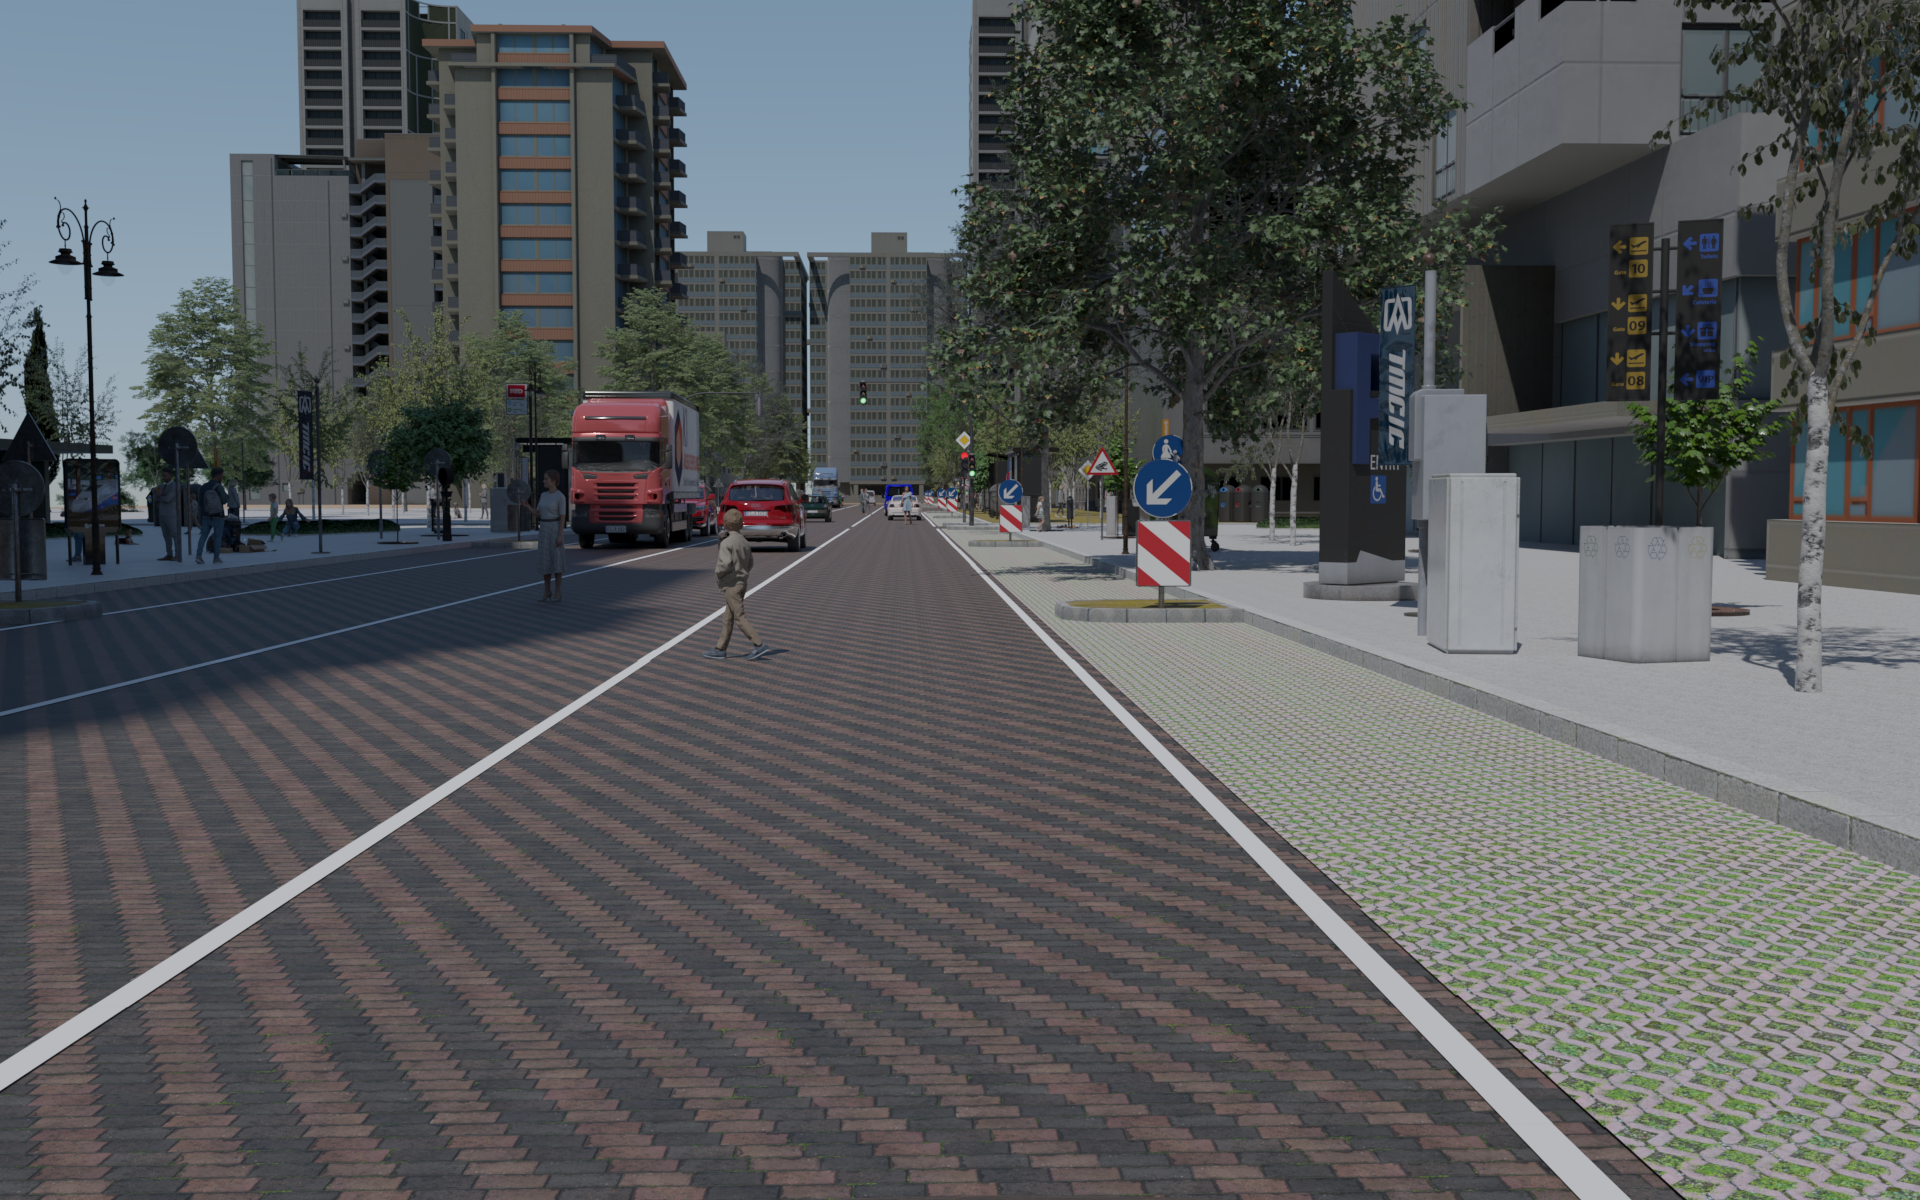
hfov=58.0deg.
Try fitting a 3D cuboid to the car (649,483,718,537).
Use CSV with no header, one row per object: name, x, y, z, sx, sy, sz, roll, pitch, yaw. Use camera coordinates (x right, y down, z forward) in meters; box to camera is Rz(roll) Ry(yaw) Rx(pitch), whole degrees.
car,-9.575,-3.145,60.086,2.281,1.827,5.304,0,4,-4

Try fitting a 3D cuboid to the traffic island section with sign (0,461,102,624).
traffic island section with sign,-11.083,-0.687,19.868,1.989,1.847,2.006,0,4,-2

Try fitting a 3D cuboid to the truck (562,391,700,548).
truck,-9.155,-3.701,49.420,2.839,4.237,11.283,0,4,-3

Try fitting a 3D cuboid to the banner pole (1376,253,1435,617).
banner pole,4.732,-1.729,18.284,0.401,3.779,0.863,-3,4,-37

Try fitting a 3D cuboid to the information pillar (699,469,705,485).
information pillar,-19.736,-8.624,132.356,0.504,3.616,0.183,2,4,24

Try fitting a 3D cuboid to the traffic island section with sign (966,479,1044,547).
traffic island section with sign,1.232,-2.370,47.372,1.989,1.847,2.006,0,4,-2

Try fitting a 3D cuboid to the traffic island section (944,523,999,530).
traffic island section,0.482,-2.905,69.776,2.009,0.180,2.903,0,4,-2

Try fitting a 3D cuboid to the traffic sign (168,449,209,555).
traffic sign,-16.194,-2.223,36.348,0.884,2.594,0.081,0,4,1

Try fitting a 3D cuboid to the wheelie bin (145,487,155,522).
wheelie bin,-36.362,-4.308,78.351,0.693,1.594,0.980,0,4,-5

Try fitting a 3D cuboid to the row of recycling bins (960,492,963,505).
row of recycling bins,0.597,-7.960,137.252,1.069,1.692,3.534,0,4,-3

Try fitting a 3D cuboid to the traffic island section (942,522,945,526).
traffic island section,0.218,-3.393,77.756,2.009,0.180,2.903,0,4,-2

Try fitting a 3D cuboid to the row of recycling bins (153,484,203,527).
row of recycling bins,-30.475,-3.744,68.331,3.534,1.692,1.069,2,4,29

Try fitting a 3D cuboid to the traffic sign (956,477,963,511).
traffic sign,0.081,-8.088,132.344,0.768,2.556,0.104,0,4,1

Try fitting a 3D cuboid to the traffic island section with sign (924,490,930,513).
traffic island section with sign,-1.486,-7.379,129.282,1.989,1.847,2.006,0,4,-2

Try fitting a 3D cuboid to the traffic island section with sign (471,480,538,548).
traffic island section with sign,-11.983,-2.335,46.808,1.989,1.847,2.006,0,4,-2

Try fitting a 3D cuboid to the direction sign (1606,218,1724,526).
direction sign,5.861,-1.375,14.482,0.876,3.537,0.379,1,4,22

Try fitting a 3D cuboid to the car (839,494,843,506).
car,-15.112,-12.365,210.968,1.959,1.807,4.718,0,4,-4

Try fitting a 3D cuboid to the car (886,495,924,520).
car,-3.043,-5.079,95.408,2.083,1.381,4.827,0,4,-1

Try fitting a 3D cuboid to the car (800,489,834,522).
car,-7.489,-4.837,88.870,2.009,1.686,4.222,0,4,-2

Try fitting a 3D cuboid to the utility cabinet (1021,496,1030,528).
utility cabinet,2.513,-3.353,65.984,0.306,1.237,1.020,0,4,-1

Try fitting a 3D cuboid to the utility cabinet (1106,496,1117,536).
utility cabinet,4.714,-2.613,53.878,0.306,1.237,1.020,1,4,8

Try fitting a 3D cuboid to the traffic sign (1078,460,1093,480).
traffic sign,4.954,-4.104,66.833,0.795,2.593,0.064,0,4,1

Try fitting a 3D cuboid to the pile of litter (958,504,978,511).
pile of litter,0.602,-7.349,134.119,1.719,0.858,1.176,-1,4,-12

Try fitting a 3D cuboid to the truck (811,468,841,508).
truck,-13.942,-11.776,182.294,2.967,4.110,18.799,0,4,-3

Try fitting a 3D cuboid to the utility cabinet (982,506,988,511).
utility cabinet,2.182,-7.242,127.092,1.173,1.500,0.318,-1,4,-21

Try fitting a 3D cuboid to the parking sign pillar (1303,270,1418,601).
parking sign pillar,4.979,-2.009,21.315,1.447,3.967,1.447,-3,5,-44

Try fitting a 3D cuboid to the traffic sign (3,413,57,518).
traffic sign,-14.849,-1.691,27.644,0.884,2.594,0.081,0,4,3

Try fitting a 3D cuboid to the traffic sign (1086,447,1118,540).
traffic sign,3.943,-2.937,48.031,0.884,2.594,0.081,0,4,4

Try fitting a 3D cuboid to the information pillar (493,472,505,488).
information pillar,-15.541,-3.299,58.434,0.304,2.012,0.304,-3,4,-39

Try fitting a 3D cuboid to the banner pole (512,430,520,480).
banner pole,-17.335,-4.752,67.706,0.401,3.779,0.863,0,4,5

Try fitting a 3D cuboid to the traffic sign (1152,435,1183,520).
traffic sign,4.518,-2.273,37.267,0.768,2.556,0.104,0,4,3

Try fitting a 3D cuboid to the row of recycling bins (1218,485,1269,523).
row of recycling bins,12.496,-4.383,78.770,3.534,1.692,1.069,3,5,42

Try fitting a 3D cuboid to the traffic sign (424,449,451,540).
traffic sign,-14.635,-2.962,48.537,0.768,2.556,0.104,0,4,3

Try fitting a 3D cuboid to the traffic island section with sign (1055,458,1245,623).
traffic island section with sign,2.130,-0.700,20.075,1.989,1.847,2.006,0,4,-2

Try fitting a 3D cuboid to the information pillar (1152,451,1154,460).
information pillar,9.026,-5.411,79.827,0.183,3.616,0.504,3,5,43

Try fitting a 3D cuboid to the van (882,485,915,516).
van,-4.000,-6.657,113.230,2.240,2.365,5.245,0,4,-3

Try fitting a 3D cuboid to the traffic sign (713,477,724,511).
traffic sign,-18.295,-8.022,131.158,0.884,2.594,0.081,0,4,4

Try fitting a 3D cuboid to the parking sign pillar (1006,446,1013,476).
parking sign pillar,3.244,-6.564,95.797,1.447,3.967,1.447,1,4,20

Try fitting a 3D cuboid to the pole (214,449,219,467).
pole,-33.707,-5.182,78.569,0.158,3.312,0.155,0,3,0

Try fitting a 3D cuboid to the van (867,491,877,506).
van,-11.268,-12.724,215.055,2.013,2.044,4.112,0,4,-3

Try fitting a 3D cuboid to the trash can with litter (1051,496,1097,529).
trash can with litter,4.171,-3.304,65.082,1.678,1.210,2.233,0,4,-8

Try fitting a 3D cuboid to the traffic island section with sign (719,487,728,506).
traffic island section with sign,-13.804,-5.706,101.915,1.989,1.847,2.006,0,4,-2

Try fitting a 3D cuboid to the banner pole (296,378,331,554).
banner pole,-13.896,-2.881,37.119,0.401,3.779,0.863,1,4,19

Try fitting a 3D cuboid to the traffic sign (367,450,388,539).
traffic sign,-16.620,-3.031,49.664,0.768,2.556,0.104,0,4,5

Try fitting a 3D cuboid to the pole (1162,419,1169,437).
pole,5.607,-3.274,47.380,0.158,3.312,0.155,0,3,0

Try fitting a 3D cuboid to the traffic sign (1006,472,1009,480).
traffic sign,2.896,-5.757,94.239,0.768,2.556,0.104,0,4,4

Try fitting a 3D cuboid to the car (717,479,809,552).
car,-5.047,-2.192,44.513,2.281,1.827,5.304,0,4,-2

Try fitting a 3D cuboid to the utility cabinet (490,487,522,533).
utility cabinet,-14.958,-2.957,57.022,1.173,1.500,0.318,2,4,32

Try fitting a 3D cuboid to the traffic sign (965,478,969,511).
traffic sign,0.653,-7.864,128.675,0.768,2.556,0.104,0,4,5

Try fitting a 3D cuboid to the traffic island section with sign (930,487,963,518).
traffic island section with sign,-0.598,-5.732,102.342,1.989,1.847,2.006,0,4,-2

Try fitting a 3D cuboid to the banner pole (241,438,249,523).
banner pole,-32.094,-5.353,77.533,0.401,3.779,0.863,-1,4,-23

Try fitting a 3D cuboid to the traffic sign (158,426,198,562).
traffic sign,-14.696,-1.984,32.547,0.768,2.556,0.104,0,4,3

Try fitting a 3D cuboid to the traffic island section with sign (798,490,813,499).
traffic island section with sign,-16.373,-10.441,179.336,1.989,1.847,2.006,0,4,-2

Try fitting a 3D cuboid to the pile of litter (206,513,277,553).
pile of litter,-15.851,-1.480,38.170,1.176,0.858,1.719,3,5,42

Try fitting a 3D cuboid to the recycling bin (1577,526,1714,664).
recycling bin,5.332,-0.058,13.495,0.722,1.027,0.722,-1,4,-17
